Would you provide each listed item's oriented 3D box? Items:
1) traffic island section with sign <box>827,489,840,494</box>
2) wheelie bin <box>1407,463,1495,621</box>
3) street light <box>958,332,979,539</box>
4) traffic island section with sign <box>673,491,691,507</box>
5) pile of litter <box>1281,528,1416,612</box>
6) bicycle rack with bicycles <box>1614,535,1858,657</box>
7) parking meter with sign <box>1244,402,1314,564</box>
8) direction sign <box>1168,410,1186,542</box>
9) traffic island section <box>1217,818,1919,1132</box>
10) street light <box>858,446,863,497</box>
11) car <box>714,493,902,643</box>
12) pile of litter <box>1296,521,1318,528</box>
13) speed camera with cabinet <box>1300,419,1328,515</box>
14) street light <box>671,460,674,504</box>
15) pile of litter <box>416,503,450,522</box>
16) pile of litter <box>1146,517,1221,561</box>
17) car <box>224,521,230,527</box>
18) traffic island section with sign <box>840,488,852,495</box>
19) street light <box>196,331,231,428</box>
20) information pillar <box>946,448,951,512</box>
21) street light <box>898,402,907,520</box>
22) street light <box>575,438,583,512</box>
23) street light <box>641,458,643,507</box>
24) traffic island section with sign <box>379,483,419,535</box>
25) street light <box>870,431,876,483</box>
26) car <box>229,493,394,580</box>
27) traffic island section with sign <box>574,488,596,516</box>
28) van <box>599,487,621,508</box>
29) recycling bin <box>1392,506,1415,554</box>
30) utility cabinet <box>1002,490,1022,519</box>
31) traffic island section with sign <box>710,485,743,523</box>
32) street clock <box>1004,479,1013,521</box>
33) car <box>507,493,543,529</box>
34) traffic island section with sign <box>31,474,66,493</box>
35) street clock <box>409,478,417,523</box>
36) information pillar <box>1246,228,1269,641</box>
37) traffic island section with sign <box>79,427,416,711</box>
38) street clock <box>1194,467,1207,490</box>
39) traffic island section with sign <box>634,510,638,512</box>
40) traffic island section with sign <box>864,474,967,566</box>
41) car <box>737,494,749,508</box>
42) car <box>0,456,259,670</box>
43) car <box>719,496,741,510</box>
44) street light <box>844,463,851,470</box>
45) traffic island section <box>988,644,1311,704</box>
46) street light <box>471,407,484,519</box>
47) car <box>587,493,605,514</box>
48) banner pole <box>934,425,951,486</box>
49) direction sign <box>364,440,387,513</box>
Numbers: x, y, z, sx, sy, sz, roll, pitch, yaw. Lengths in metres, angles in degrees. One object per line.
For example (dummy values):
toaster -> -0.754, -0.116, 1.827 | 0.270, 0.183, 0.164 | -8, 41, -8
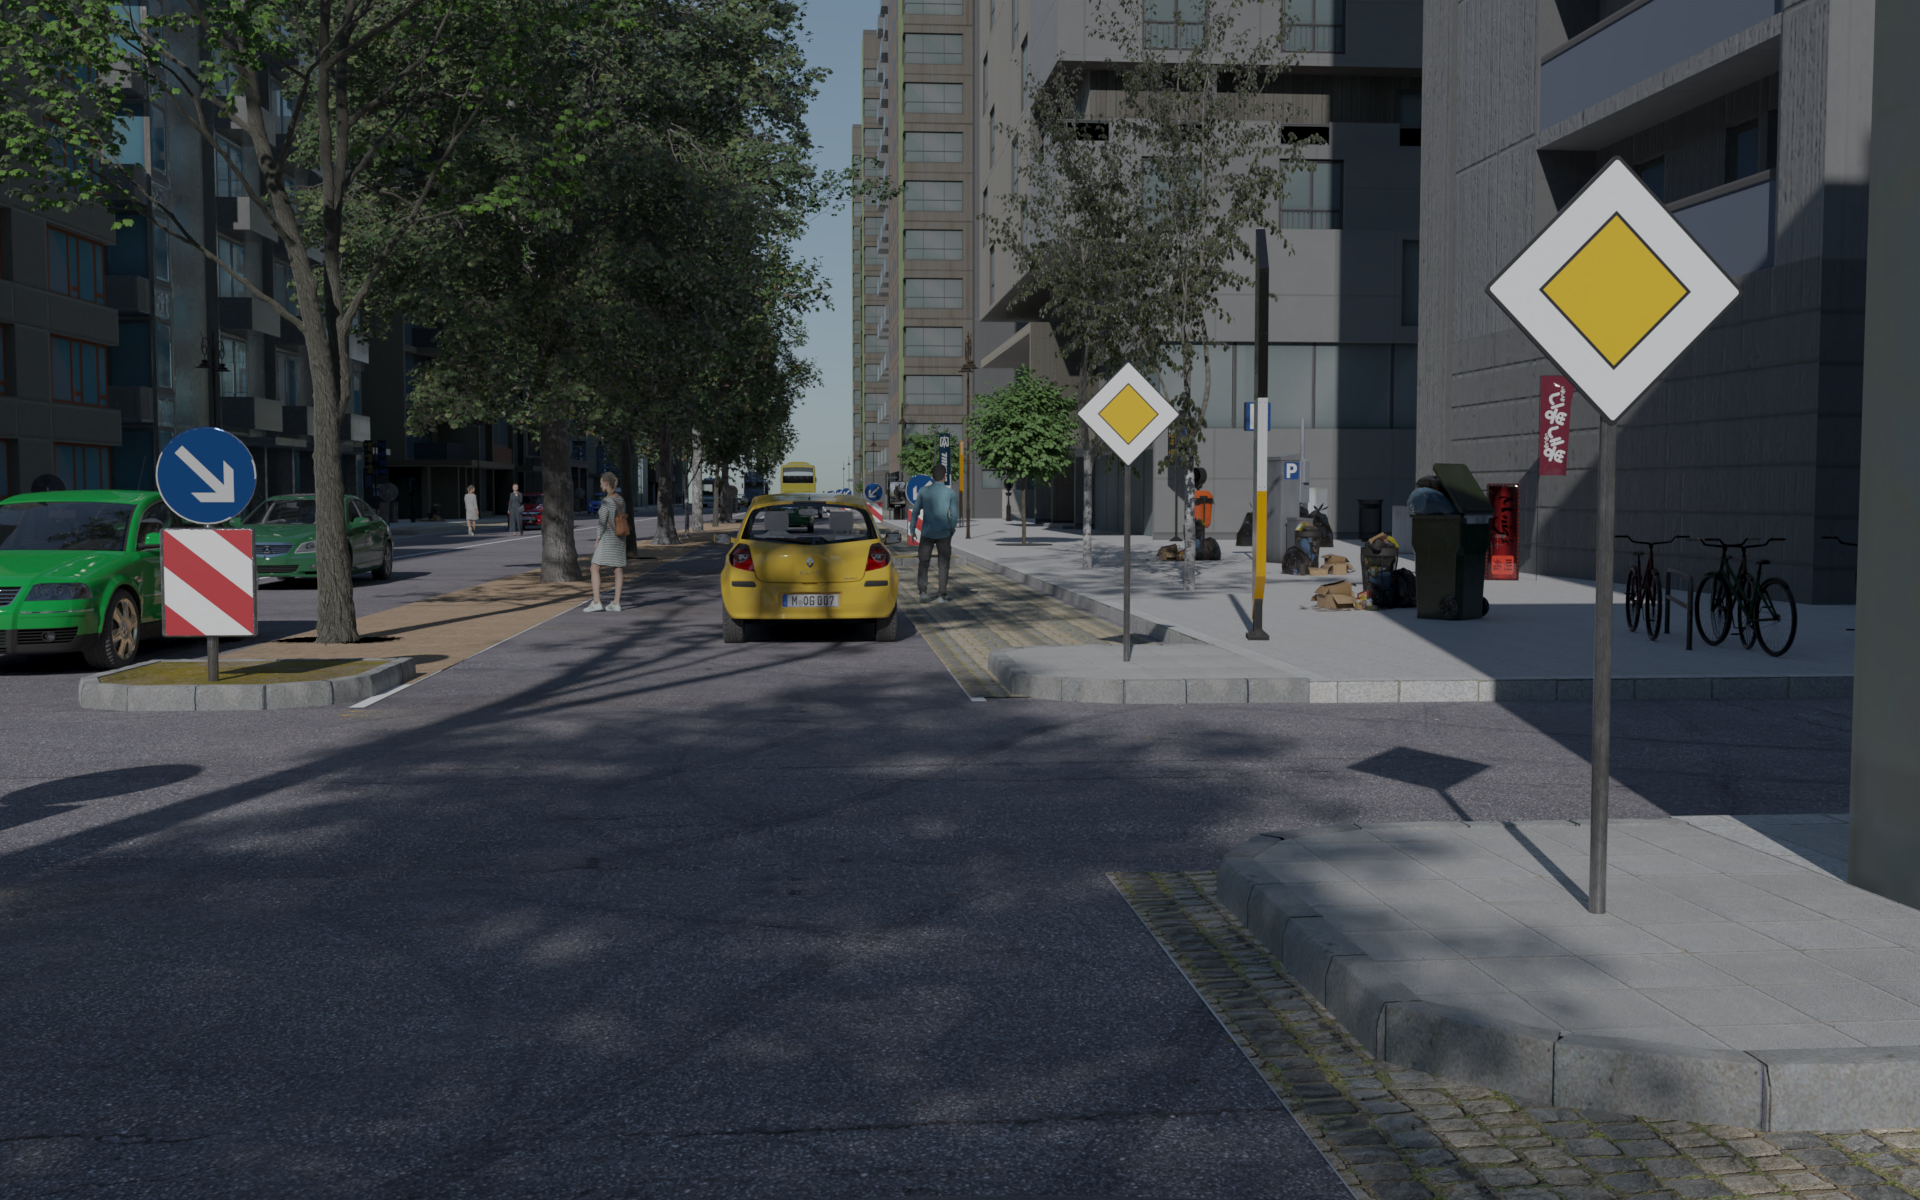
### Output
traffic island section with sign -> -9.803, -8.007, 139.549 | 1.989, 1.847, 2.006 | 0, 4, -5
wheelie bin -> 5.020, -0.607, 17.825 | 0.980, 1.594, 0.693 | -3, 5, -45
street light -> 0.233, -4.691, 49.478 | 0.468, 5.910, 1.993 | 0, 4, -5
traffic island section with sign -> -31.446, -11.324, 193.773 | 1.989, 1.847, 2.006 | 0, 4, -5
pile of litter -> 4.502, -0.342, 19.553 | 1.719, 0.858, 1.176 | -2, 4, -26
bicycle rack with bicycles -> 6.918, -0.080, 14.685 | 2.852, 0.926, 2.925 | 1, 4, 18
parking meter with sign -> 5.954, -2.196, 32.164 | 0.543, 3.016, 1.738 | -1, 4, -22
direction sign -> 5.866, -3.356, 46.864 | 0.379, 3.537, 0.876 | -2, 4, -25
traffic island section -> 1.973, 1.037, 5.325 | 2.009, 0.180, 2.903 | 0, 4, -5
street light -> -9.438, -11.685, 163.838 | 0.468, 5.910, 1.993 | 0, 4, -5
car -> -1.581, -0.482, 18.110 | 2.015, 1.641, 3.980 | 0, 4, -5
pile of litter -> 5.847, -0.853, 27.911 | 1.719, 0.858, 1.176 | -3, 5, -39
speed camera with cabinet -> 9.207, -3.176, 46.262 | 0.660, 3.252, 2.038 | 2, 4, 32
street light -> -34.766, -14.468, 209.335 | 0.468, 5.910, 1.993 | 0, 4, -5
pile of litter -> -24.616, -4.089, 80.819 | 1.719, 0.858, 1.176 | 3, 4, 38
pile of litter -> 4.343, -1.198, 33.558 | 1.719, 0.858, 1.176 | -1, 4, -18
car -> -13.237, -0.990, 27.992 | 2.131, 1.459, 4.920 | 0, 4, -6
traffic island section with sign -> -3.259, -3.317, 62.854 | 1.989, 1.847, 2.006 | 0, 4, -5
street light -> -21.155, -4.674, 49.203 | 0.468, 5.910, 1.993 | 0, 4, -5
information pillar -> -0.618, -5.026, 73.534 | 0.504, 3.616, 0.183 | 1, 4, 22
street light -> -2.893, -6.977, 86.857 | 0.468, 5.910, 1.993 | 0, 4, -5
street light -> -27.679, -9.358, 125.785 | 0.468, 5.910, 1.993 | 0, 4, -5
street light -> -31.645, -12.174, 171.829 | 0.468, 5.910, 1.993 | 0, 4, -5
traffic island section with sign -> -20.109, -3.186, 60.726 | 1.989, 1.847, 2.006 | 0, 4, -5
street light -> -6.317, -9.399, 126.459 | 0.468, 5.910, 1.993 | 0, 4, -5
car -> -10.373, -0.972, 27.683 | 2.131, 1.459, 4.920 | 0, 4, -6
traffic island section with sign -> -24.403, -6.266, 111.082 | 1.989, 1.847, 2.006 | 0, 4, -5
van -> -21.062, -6.067, 106.201 | 2.013, 2.044, 4.112 | 0, 4, -5
recycling bin -> 9.781, -1.507, 37.197 | 0.722, 1.027, 0.722 | -3, 4, -39
utility cabinet -> 2.616, -4.763, 86.560 | 0.318, 1.500, 1.173 | 3, 5, 43
traffic island section with sign -> -11.544, -4.839, 87.261 | 2.006, 1.907, 1.989 | 0, 4, -5
street clock -> 2.287, -4.704, 81.486 | 0.358, 2.002, 0.471 | 3, 4, 37
car -> -17.153, -3.732, 70.055 | 2.155, 1.783, 4.494 | 0, 4, -5
traffic island section with sign -> -17.796, -1.517, 33.428 | 1.989, 1.847, 2.006 | 0, 4, -5
street clock -> -24.684, -4.499, 78.130 | 0.358, 2.002, 0.471 | -2, 4, -31
information pillar -> 2.626, -1.455, 15.147 | 0.183, 3.616, 0.504 | 0, 4, 5
traffic island section with sign -> -5.156, -0.260, 12.393 | 2.006, 1.907, 1.989 | 0, 4, -5
street clock -> 6.462, -2.595, 47.001 | 0.358, 2.002, 0.471 | -2, 4, -32
traffic island section with sign -> -26.681, -7.909, 137.941 | 1.989, 1.847, 2.006 | 0, 4, -5
traffic island section with sign -> -0.924, -1.638, 35.413 | 1.989, 1.847, 2.006 | 0, 4, -5
car -> -23.413, -10.625, 183.936 | 2.015, 1.641, 3.980 | 0, 4, -6
car -> -7.781, -0.407, 15.451 | 1.959, 1.807, 4.718 | 0, 4, -4
car -> -20.507, -8.844, 154.382 | 2.009, 1.686, 4.222 | 0, 4, -6
street light -> -13.353, -14.406, 208.326 | 0.468, 5.910, 1.993 | 0, 4, -5
traffic island section -> 1.295, 0.550, 13.281 | 2.009, 0.180, 2.903 | 0, 4, -5
street light -> -24.483, -7.049, 88.041 | 0.468, 5.910, 1.993 | 0, 4, -5
car -> -25.114, -6.851, 121.603 | 1.945, 1.707, 3.694 | 0, 4, -4
banner pole -> -0.701, -4.456, 62.879 | 0.863, 3.779, 0.401 | 2, 4, 31
direction sign -> -24.500, -4.932, 72.636 | 0.876, 3.537, 0.379 | -2, 4, -24
